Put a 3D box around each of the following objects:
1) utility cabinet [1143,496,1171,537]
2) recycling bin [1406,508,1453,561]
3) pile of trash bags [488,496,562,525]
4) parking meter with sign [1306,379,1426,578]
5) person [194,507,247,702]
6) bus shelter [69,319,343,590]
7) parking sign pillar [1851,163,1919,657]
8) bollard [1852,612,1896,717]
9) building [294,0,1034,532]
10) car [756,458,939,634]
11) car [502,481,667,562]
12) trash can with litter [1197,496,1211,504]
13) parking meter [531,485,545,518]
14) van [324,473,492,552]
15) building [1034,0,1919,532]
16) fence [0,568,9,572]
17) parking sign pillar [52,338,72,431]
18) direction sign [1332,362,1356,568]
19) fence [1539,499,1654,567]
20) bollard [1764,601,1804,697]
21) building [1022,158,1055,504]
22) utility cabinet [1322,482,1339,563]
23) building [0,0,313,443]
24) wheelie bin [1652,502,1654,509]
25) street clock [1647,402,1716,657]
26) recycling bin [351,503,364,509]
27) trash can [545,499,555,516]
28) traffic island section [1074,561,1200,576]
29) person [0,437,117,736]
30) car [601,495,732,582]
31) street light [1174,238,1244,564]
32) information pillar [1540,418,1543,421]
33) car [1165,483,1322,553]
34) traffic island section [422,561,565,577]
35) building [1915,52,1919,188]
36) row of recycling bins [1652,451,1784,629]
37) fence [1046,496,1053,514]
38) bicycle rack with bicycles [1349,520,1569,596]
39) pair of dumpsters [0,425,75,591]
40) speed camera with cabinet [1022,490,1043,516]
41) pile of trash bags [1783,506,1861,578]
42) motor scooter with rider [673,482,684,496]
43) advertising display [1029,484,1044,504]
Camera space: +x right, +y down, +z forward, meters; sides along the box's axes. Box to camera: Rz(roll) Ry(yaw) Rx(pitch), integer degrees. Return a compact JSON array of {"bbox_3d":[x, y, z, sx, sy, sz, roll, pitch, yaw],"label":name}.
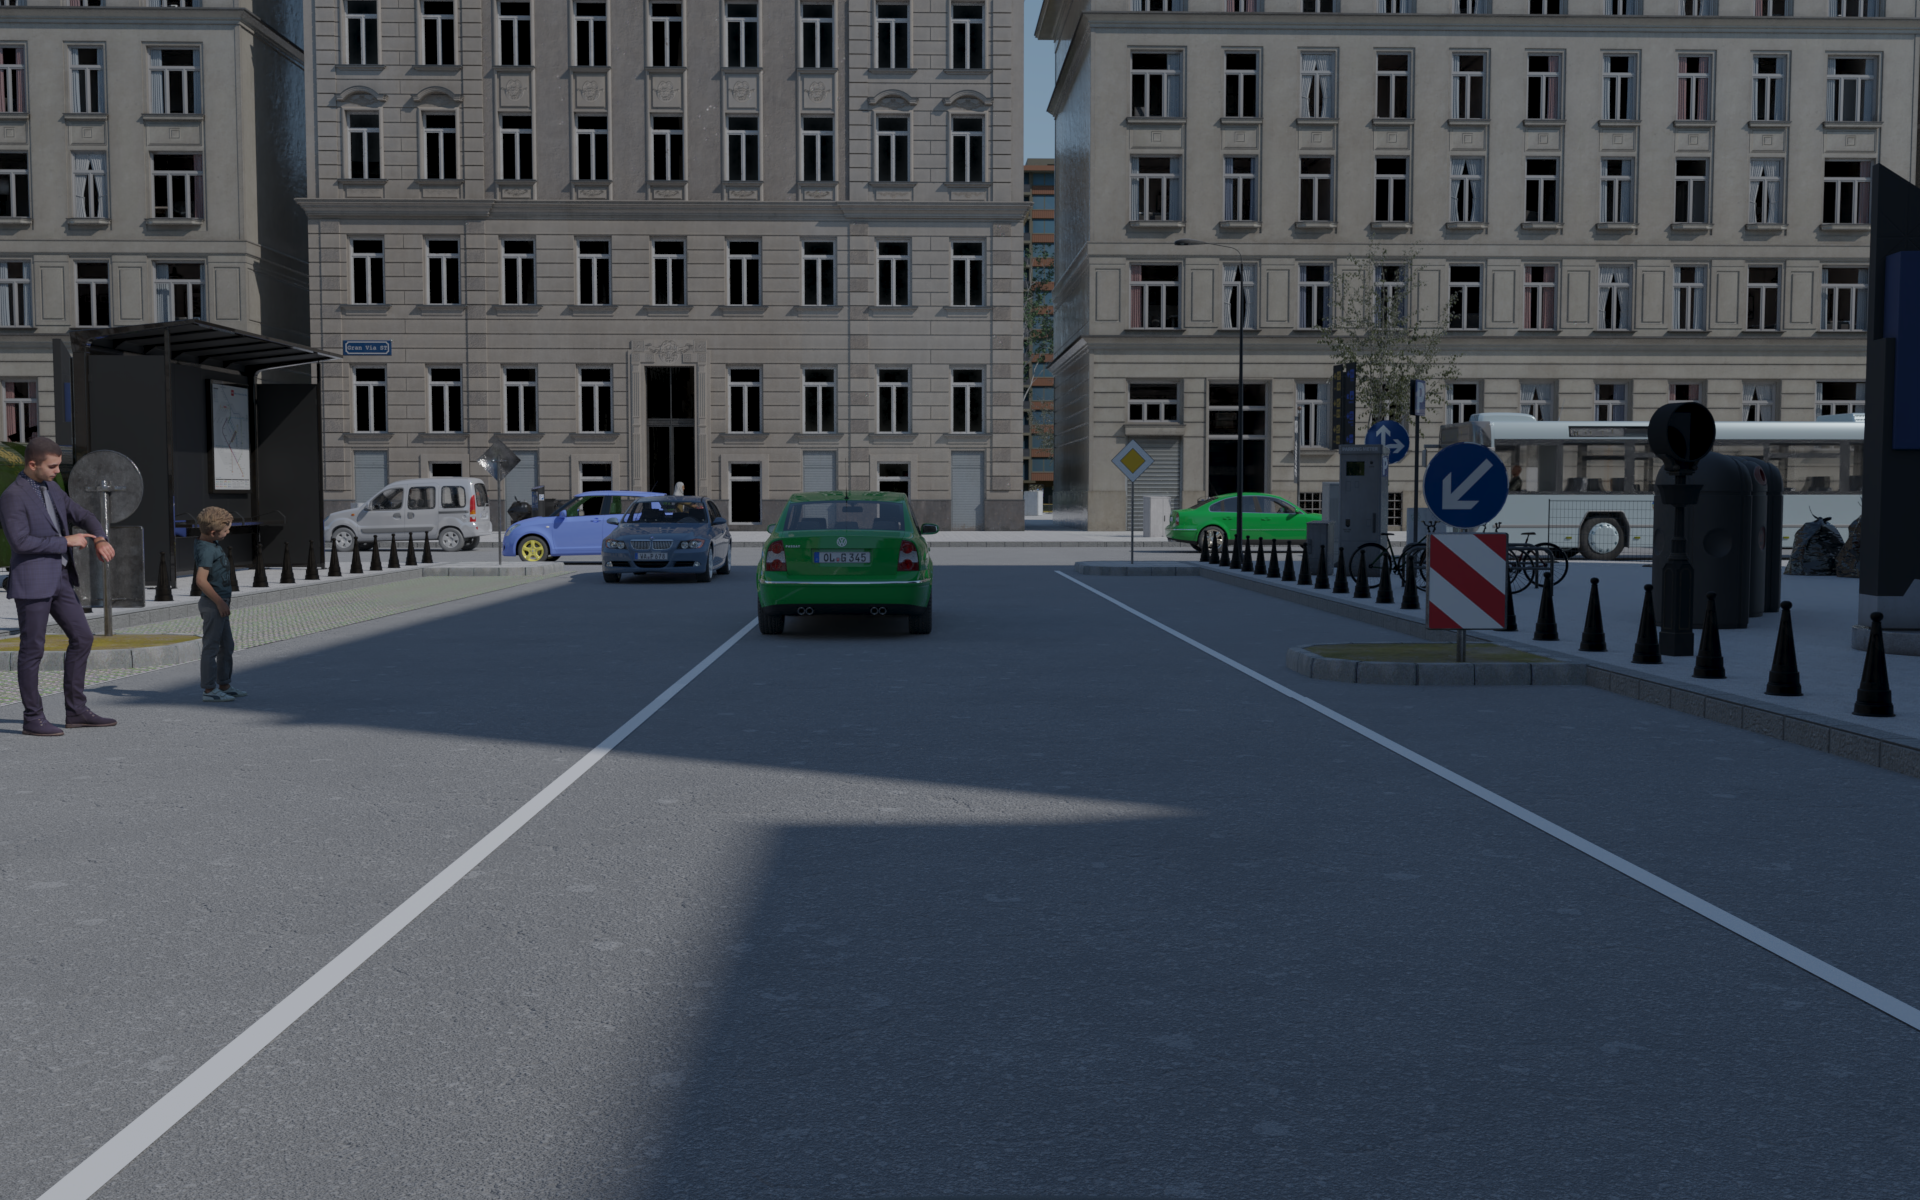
[{"bbox_3d":[5.879,-2.476,51.646,0.306,1.237,1.020,3,5,43],"label":"utility cabinet"},{"bbox_3d":[8.670,-1.188,31.979,0.722,1.027,0.722,2,4,26],"label":"recycling bin"},{"bbox_3d":[-14.467,-2.886,56.942,3.447,1.369,1.912,1,4,8],"label":"pile of trash bags"},{"bbox_3d":[6.273,-1.875,26.922,1.738,3.016,0.543,2,4,30],"label":"parking meter with sign"},{"bbox_3d":[-5.130,0.024,12.024,0.340,1.345,0.435,-2,4,-27],"label":"person"},{"bbox_3d":[-11.200,-2.142,26.311,1.731,3.624,6.357,0,4,-2],"label":"bus shelter"},{"bbox_3d":[8.095,-1.564,14.037,1.447,3.967,1.447,0,4,8],"label":"parking sign pillar"},{"bbox_3d":[5.304,0.367,10.037,0.229,0.601,0.229,0,3,0],"label":"bollard"},{"bbox_3d":[-10.055,-16.315,64.017,25.104,27.353,12.463,0,4,-2],"label":"building"},{"bbox_3d":[-1.200,-0.628,19.072,1.959,1.807,4.718,0,4,-1],"label":"car"},{"bbox_3d":[-7.502,-1.587,35.542,3.694,1.707,1.945,0,4,-2],"label":"car"},{"bbox_3d":[11.263,-4.368,82.467,1.678,1.210,2.233,0,4,-4],"label":"trash can with litter"},{"bbox_3d":[-12.112,-2.528,49.750,0.372,1.533,0.369,0,3,0],"label":"parking meter"},{"bbox_3d":[-13.963,-2.238,43.599,4.112,2.044,2.013,0,4,0],"label":"van"},{"bbox_3d":[18.387,-14.251,66.295,30.059,22.955,16.112,0,4,-2],"label":"building"},{"bbox_3d":[-15.557,-0.933,26.461,2.264,1.192,0.480,-1,4,-20],"label":"fence"},{"bbox_3d":[-15.553,-2.585,30.740,1.447,3.967,1.447,0,4,-5],"label":"parking sign pillar"},{"bbox_3d":[6.678,-2.335,30.177,0.379,3.537,0.876,-1,4,-12],"label":"direction sign"},{"bbox_3d":[11.599,-1.234,31.373,0.480,1.192,2.264,-3,4,-39],"label":"fence"},{"bbox_3d":[5.271,0.304,11.063,0.229,0.601,0.229,0,3,0],"label":"bollard"},{"bbox_3d":[11.224,-35.109,228.653,28.867,44.769,22.147,0,4,-2],"label":"building"},{"bbox_3d":[7.185,-1.397,31.514,1.173,1.500,0.318,-1,4,-16],"label":"utility cabinet"},{"bbox_3d":[-38.524,-14.177,65.080,30.059,22.955,16.112,0,4,-2],"label":"building"},{"bbox_3d":[13.626,-1.520,32.766,0.980,1.594,0.693,0,4,-7],"label":"wheelie bin"},{"bbox_3d":[5.695,-0.559,13.714,0.471,2.002,0.358,-1,4,-17],"label":"street clock"},{"bbox_3d":[-16.791,-2.232,49.046,0.722,1.027,0.722,-2,4,-34],"label":"recycling bin"},{"bbox_3d":[-13.189,-2.650,54.989,0.748,1.137,0.748,0,3,0],"label":"trash can"},{"bbox_3d":[3.175,-0.579,31.747,2.009,0.180,2.903,0,4,-2],"label":"traffic island section"},{"bbox_3d":[-5.339,-0.086,10.354,0.568,1.767,0.683,0,4,4],"label":"person"},{"bbox_3d":[-4.940,-1.077,29.616,2.014,1.417,4.499,0,4,-1],"label":"car"},{"bbox_3d":[4.592,-3.616,31.661,1.470,5.913,1.316,0,4,-2],"label":"street light"},{"bbox_3d":[17.806,-3.812,53.679,0.504,3.616,0.183,0,3,0],"label":"information pillar"},{"bbox_3d":[7.422,-2.065,42.564,4.718,1.807,1.959,0,4,-1],"label":"car"},{"bbox_3d":[-8.362,-0.559,31.414,2.009,0.180,2.903,0,4,-2],"label":"traffic island section"},{"bbox_3d":[44.045,-13.991,64.915,21.152,22.565,11.583,0,4,-2],"label":"building"},{"bbox_3d":[7.823,-0.660,17.903,1.069,1.692,3.534,2,4,31],"label":"row of recycling bins"},{"bbox_3d":[6.254,-6.204,112.633,0.480,1.192,2.264,2,4,29],"label":"fence"},{"bbox_3d":[6.654,-0.587,22.986,2.925,0.926,2.852,1,4,14],"label":"bicycle rack with bicycles"},{"bbox_3d":[-12.832,-1.251,22.953,1.574,2.255,4.437,0,4,-2],"label":"pair of dumpsters"},{"bbox_3d":[3.874,-6.600,102.244,2.038,3.252,0.660,2,4,32],"label":"speed camera with cabinet"},{"bbox_3d":[13.643,-1.054,26.977,3.447,1.369,1.912,-1,4,-11],"label":"pile of trash bags"},{"bbox_3d":[-6.866,-2.144,44.011,1.986,1.779,0.876,0,4,0],"label":"motor scooter with rider"},{"bbox_3d":[5.109,-6.754,115.645,0.974,1.923,0.123,0,4,2],"label":"advertising display"}]
